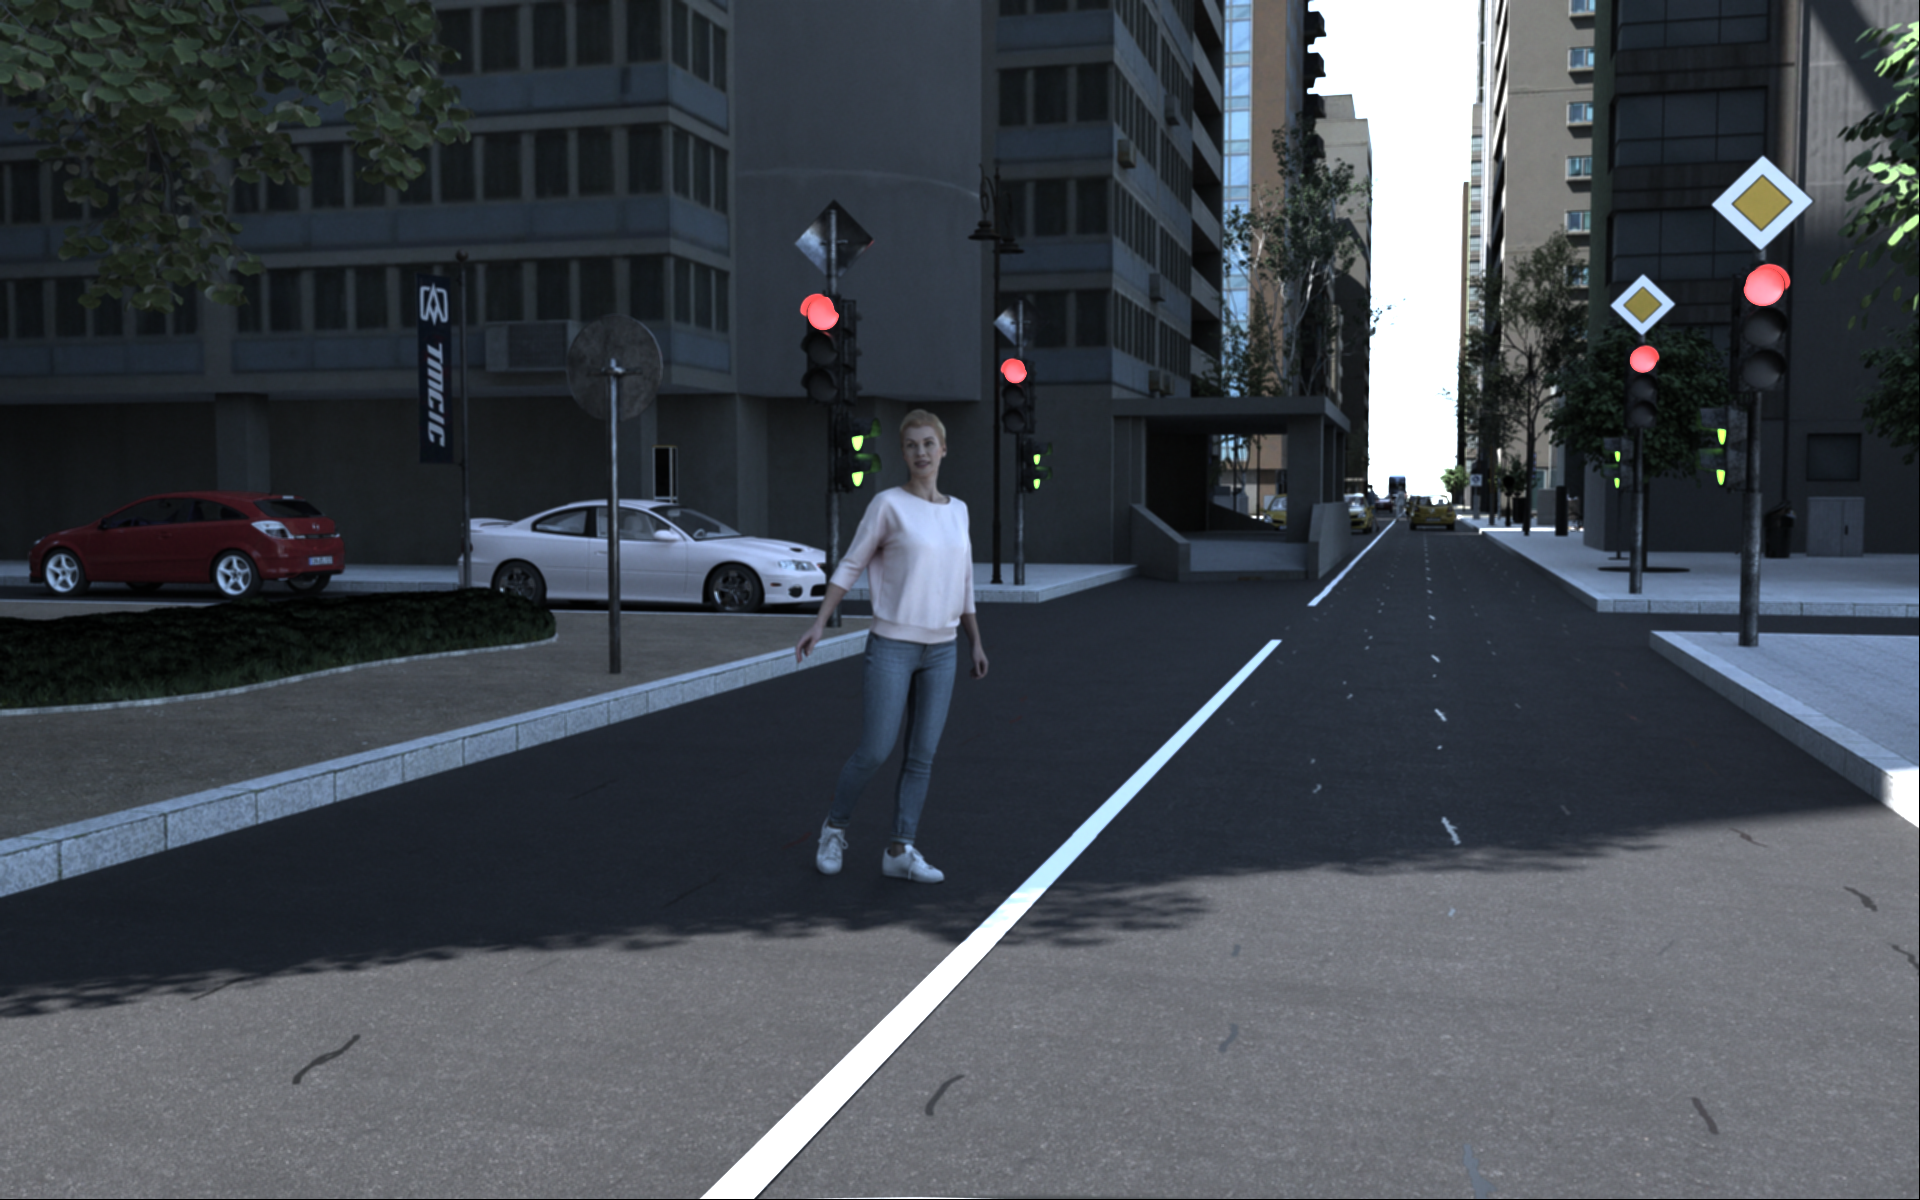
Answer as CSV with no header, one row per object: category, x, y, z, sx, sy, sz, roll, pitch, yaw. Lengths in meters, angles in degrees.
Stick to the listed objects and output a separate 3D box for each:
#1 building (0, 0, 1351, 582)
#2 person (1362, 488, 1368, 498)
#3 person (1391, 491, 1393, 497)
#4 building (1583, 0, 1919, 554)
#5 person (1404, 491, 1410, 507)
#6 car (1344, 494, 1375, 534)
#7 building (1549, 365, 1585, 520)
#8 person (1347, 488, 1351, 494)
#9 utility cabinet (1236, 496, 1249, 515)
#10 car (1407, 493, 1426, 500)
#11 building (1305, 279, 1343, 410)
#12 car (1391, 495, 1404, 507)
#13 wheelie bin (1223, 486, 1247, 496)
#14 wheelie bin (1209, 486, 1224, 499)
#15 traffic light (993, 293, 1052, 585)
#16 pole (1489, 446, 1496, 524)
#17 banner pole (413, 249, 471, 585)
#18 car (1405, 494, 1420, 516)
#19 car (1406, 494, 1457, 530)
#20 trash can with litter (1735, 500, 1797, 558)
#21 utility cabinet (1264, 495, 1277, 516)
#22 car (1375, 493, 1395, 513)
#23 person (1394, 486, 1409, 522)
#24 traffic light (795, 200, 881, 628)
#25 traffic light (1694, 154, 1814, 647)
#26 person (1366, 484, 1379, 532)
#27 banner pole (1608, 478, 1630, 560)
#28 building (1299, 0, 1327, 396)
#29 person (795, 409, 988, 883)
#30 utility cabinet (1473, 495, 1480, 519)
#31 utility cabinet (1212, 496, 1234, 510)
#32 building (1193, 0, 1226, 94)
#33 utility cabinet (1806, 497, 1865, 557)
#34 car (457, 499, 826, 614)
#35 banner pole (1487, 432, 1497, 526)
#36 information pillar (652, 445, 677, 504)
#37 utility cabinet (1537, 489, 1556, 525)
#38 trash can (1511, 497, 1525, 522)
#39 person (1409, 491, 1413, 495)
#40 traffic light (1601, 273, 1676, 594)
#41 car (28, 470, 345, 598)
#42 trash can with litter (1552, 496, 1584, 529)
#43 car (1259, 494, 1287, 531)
building,-7.758,-21.212,38.704,32.217,40.220,23.993,1,4,15
person,28.977,-7.037,123.521,1.348,1.831,0.705,-1,4,-17
person,50.335,-11.796,202.072,0.721,1.735,1.217,0,4,-3
building,22.919,-21.934,42.215,14.154,41.232,14.086,1,4,15
person,48.219,-10.902,187.454,1.217,1.736,0.721,-1,4,-9
car,14.209,-3.260,63.530,2.015,1.641,3.980,1,4,16
building,38.938,-46.574,74.164,22.319,86.520,31.000,1,4,15
person,19.736,-4.814,87.886,0.598,1.740,0.731,-3,5,-41
utility cabinet,8.955,-2.677,54.936,0.306,1.237,1.020,0,4,5
car,36.314,-7.779,136.776,1.945,1.707,3.694,1,4,13
building,19.788,-19.066,156.767,27.650,21.520,28.899,1,4,15
car,49.978,-11.336,197.921,1.945,1.354,3.894,1,4,15
wheelie bin,13.567,-4.680,84.418,0.693,1.594,0.980,-3,5,-43
wheelie bin,14.349,-5.401,96.220,0.980,1.594,0.693,-2,4,-34
traffic light,0.851,-2.164,24.295,0.839,4.253,0.868,1,4,15
pole,22.562,-4.865,73.382,0.158,3.312,0.155,0,3,0
banner pole,-5.202,-1.687,17.604,0.401,3.779,0.863,2,4,29
car,30.288,-6.355,114.130,2.015,1.641,3.980,1,4,16
car,19.060,-3.654,69.971,2.015,1.641,3.980,1,4,13
trash can with litter,16.159,-1.428,34.737,1.055,1.170,0.624,1,4,15
utility cabinet,16.063,-4.784,89.377,0.306,1.237,1.020,-2,4,-24
car,32.578,-7.645,134.029,2.155,1.783,4.494,1,4,14
person,22.659,-4.922,88.855,0.818,1.842,0.514,3,4,36
traffic light,-1.203,-1.692,16.578,0.839,4.253,0.868,1,4,15
traffic light,6.640,-1.565,14.514,0.839,4.253,0.868,1,4,15
person,15.670,-3.509,65.901,0.581,1.822,0.654,-2,4,-27
banner pole,12.940,-2.698,34.134,0.401,3.779,0.863,0,4,1
building,15.173,-28.919,127.452,22.147,44.769,28.867,1,4,15
person,-0.322,0.167,6.447,0.598,1.740,0.731,3,5,44
utility cabinet,26.377,-4.724,88.404,0.306,1.237,1.020,1,4,20
utility cabinet,8.995,-2.873,58.135,1.020,1.237,0.306,0,4,1
building,-1.203,-27.258,69.366,21.300,48.544,21.600,1,4,15
utility cabinet,17.847,-1.478,35.319,1.020,1.237,0.306,1,4,20
car,-3.814,-0.551,21.378,4.827,1.381,2.083,1,4,15
banner pole,21.646,-4.909,70.287,0.401,3.779,0.863,1,4,23
information pillar,-4.473,-1.333,26.292,0.304,2.012,0.304,0,4,6
utility cabinet,23.942,-3.748,69.957,1.173,1.500,0.318,2,4,34
trash can,25.414,-4.100,78.687,0.748,1.137,0.748,0,3,0
person,58.312,-13.165,223.765,1.348,1.821,0.705,2,4,27
traffic light,8.695,-2.037,22.231,0.839,4.253,0.868,1,4,15
car,-11.012,-0.950,24.575,4.494,1.783,2.155,1,4,14
trash can with litter,22.836,-3.201,63.388,2.233,1.210,1.678,1,4,18
car,10.102,-2.574,52.305,2.015,1.641,3.980,1,4,16
